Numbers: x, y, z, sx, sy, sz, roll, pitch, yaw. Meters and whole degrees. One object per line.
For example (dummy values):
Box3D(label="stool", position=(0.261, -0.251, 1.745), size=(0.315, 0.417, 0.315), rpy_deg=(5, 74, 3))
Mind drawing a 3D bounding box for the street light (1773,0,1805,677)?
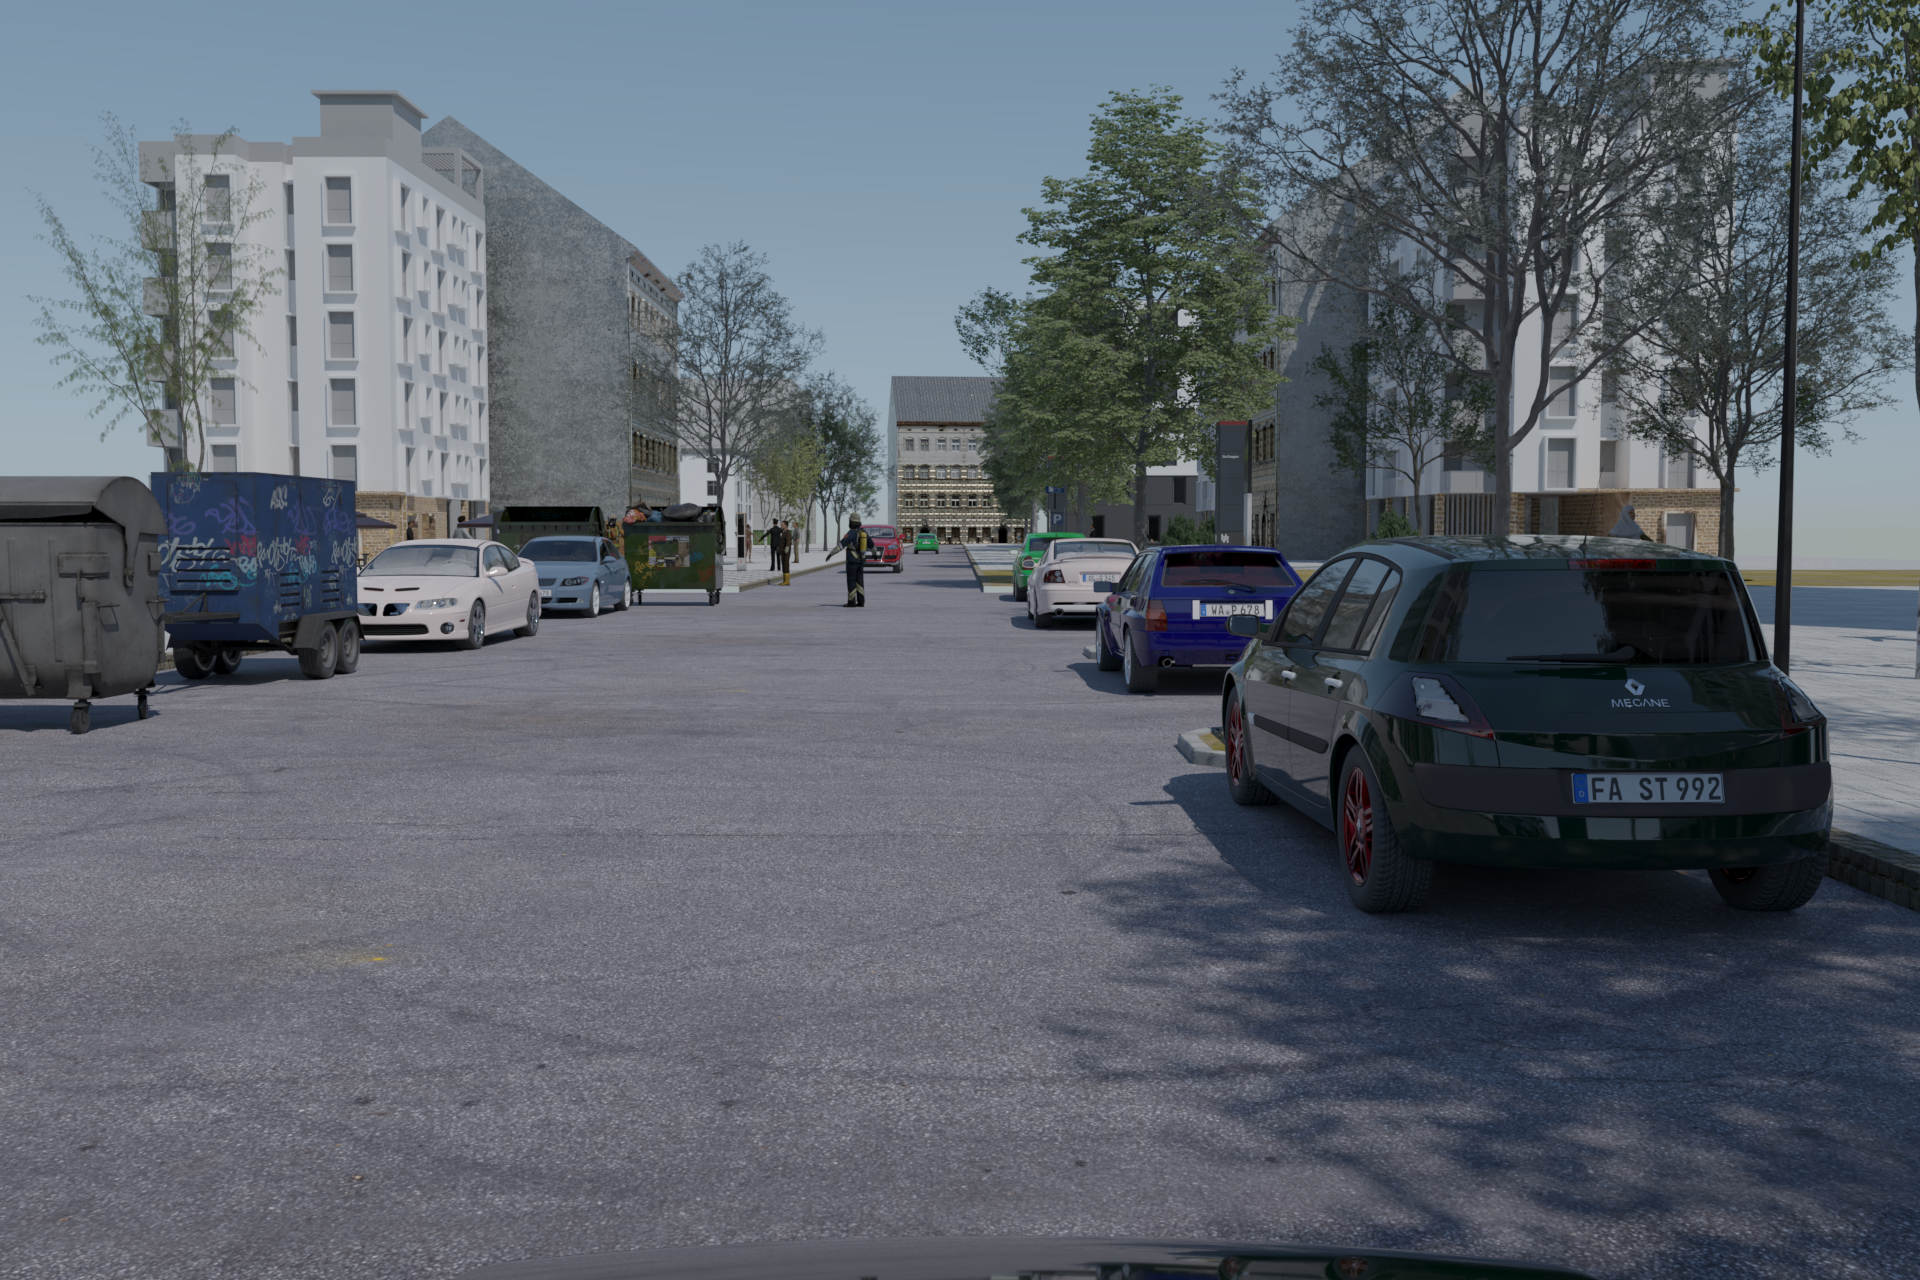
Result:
Box3D(label="street light", position=(6.146, -2.392, 11.653), size=(1.470, 5.913, 1.316), rpy_deg=(0, 3, 0))

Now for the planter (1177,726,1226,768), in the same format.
Box3D(label="planter", position=(2.450, 0.605, 11.254), size=(1.991, 0.319, 1.994), rpy_deg=(0, 4, 1))

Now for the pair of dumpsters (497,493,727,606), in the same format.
Box3D(label="pair of dumpsters", position=(-6.957, -1.821, 34.730), size=(4.436, 2.255, 1.574), rpy_deg=(0, 3, 0))

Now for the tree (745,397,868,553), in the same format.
Box3D(label="tree", position=(-10.393, -11.160, 116.885), size=(8.767, 10.594, 7.601), rpy_deg=(0, 4, -2))

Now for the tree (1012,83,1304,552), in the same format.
Box3D(label="tree", position=(5.030, -7.720, 44.355), size=(7.486, 12.596, 7.792), rpy_deg=(0, 3, 0))

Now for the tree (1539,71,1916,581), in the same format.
Box3D(label="tree", position=(20.972, -8.361, 47.079), size=(12.009, 13.543, 11.850), rpy_deg=(0, 3, 0))

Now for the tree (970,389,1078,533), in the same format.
Box3D(label="tree", position=(5.505, -13.716, 130.918), size=(9.857, 13.997, 8.962), rpy_deg=(0, 3, 0))

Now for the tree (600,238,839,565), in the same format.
Box3D(label="tree", position=(-9.947, -9.879, 71.894), size=(12.009, 13.543, 11.850), rpy_deg=(0, 3, 0))

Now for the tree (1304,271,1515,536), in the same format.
Box3D(label="tree", position=(16.148, -7.774, 61.523), size=(7.601, 10.594, 8.767), rpy_deg=(2, 4, 31))

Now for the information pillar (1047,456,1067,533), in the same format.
Box3D(label="information pillar", position=(3.230, -4.182, 57.755), size=(0.750, 3.857, 0.750), rpy_deg=(0, 4, -1))

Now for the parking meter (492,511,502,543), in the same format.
Box3D(label="parking meter", position=(-10.824, -2.152, 40.890), size=(0.399, 1.863, 0.255), rpy_deg=(0, 3, 0))

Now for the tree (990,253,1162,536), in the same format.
Box3D(label="tree", position=(4.695, -9.314, 70.405), size=(7.486, 12.596, 7.792), rpy_deg=(0, 3, 0))

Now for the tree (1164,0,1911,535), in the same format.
Box3D(label="tree", position=(8.383, -7.079, 26.104), size=(12.009, 13.543, 11.850), rpy_deg=(0, 3, 0))

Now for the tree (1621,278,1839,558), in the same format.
Box3D(label="tree", position=(26.333, -7.619, 58.990), size=(7.601, 10.594, 8.767), rpy_deg=(-1, 4, -18))

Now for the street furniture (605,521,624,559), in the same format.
Box3D(label="street furniture", position=(-14.272, -3.260, 60.151), size=(9.812, 1.723, 11.010), rpy_deg=(0, 4, 7))

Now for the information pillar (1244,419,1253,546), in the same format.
Box3D(label="information pillar", position=(5.904, -2.701, 35.520), size=(0.183, 3.616, 0.504), rpy_deg=(0, 4, 0))

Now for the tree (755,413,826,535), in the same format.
Box3D(label="tree", position=(-10.241, -9.240, 101.430), size=(4.737, 8.622, 4.395), rpy_deg=(0, 3, 0))

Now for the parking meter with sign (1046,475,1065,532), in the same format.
Box3D(label="parking meter with sign", position=(2.760, -3.273, 49.775), size=(0.543, 3.016, 1.738), rpy_deg=(0, 4, 1))

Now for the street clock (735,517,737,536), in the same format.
Box3D(label="street clock", position=(-7.675, -3.409, 60.303), size=(0.358, 2.002, 0.471), rpy_deg=(0, 4, 0))

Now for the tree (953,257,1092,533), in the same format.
Box3D(label="tree", position=(6.404, -16.012, 117.691), size=(12.611, 20.169, 13.585), rpy_deg=(0, 3, 0))

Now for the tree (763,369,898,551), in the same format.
Box3D(label="tree", position=(-10.026, -13.339, 128.468), size=(12.009, 13.543, 11.850), rpy_deg=(0, 3, 0))

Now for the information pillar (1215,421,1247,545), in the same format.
Box3D(label="information pillar", position=(6.243, -3.093, 39.955), size=(0.750, 3.857, 0.750), rpy_deg=(0, 4, 0))

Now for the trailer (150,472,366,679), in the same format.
Box3D(label="trailer", position=(-6.945, -0.588, 16.668), size=(1.471, 1.999, 3.904), rpy_deg=(0, 4, 0))

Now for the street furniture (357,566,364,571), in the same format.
Box3D(label="street furniture", position=(-16.937, -1.652, 42.639), size=(5.734, 0.657, 10.072), rpy_deg=(-1, 4, -15))

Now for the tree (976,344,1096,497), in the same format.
Box3D(label="tree", position=(5.722, -11.920, 105.267), size=(12.009, 13.543, 11.850), rpy_deg=(0, 3, 0))

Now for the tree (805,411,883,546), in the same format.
Box3D(label="tree", position=(-10.180, -13.369, 144.334), size=(9.928, 11.665, 9.643), rpy_deg=(0, 3, 0))

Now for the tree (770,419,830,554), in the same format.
Box3D(label="tree", position=(-10.248, -9.778, 110.239), size=(4.737, 8.622, 4.395), rpy_deg=(0, 3, 0))

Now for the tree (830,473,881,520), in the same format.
Box3D(label="tree", position=(-14.362, -18.602, 238.554), size=(7.601, 10.594, 8.767), rpy_deg=(0, 4, -2))

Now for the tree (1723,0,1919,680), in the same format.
Box3D(label="tree", position=(8.659, -3.944, 14.839), size=(4.737, 8.622, 4.395), rpy_deg=(0, 3, 0))

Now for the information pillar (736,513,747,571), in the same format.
Box3D(label="information pillar", position=(-7.549, -3.386, 59.852), size=(0.304, 2.012, 0.304), rpy_deg=(0, 4, 1))

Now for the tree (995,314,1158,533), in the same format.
Box3D(label="tree", position=(5.537, -9.550, 81.891), size=(9.928, 11.665, 9.643), rpy_deg=(0, 3, 0))

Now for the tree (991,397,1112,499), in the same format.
Box3D(label="tree", position=(5.525, -9.766, 94.089), size=(8.767, 10.594, 7.601), rpy_deg=(2, 4, 34))

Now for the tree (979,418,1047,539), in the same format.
Box3D(label="tree", position=(5.495, -13.709, 142.263), size=(7.486, 12.596, 7.792), rpy_deg=(0, 3, 0))

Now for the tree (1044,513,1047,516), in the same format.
Box3D(label="tree", position=(13.362, -17.626, 238.548), size=(4.737, 8.622, 4.395), rpy_deg=(0, 3, 0))

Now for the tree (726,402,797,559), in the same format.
Box3D(label="tree", position=(-10.174, -8.597, 90.922), size=(4.360, 8.622, 3.978), rpy_deg=(0, 3, 0))

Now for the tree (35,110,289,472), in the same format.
Box3D(label="tree", position=(-13.246, -4.882, 30.184), size=(4.360, 8.622, 3.978), rpy_deg=(0, 3, 0))

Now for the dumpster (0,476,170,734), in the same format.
Box3D(label="dumpster", position=(-7.018, -0.283, 12.841), size=(1.865, 1.857, 1.264), rpy_deg=(0, 3, 0))
